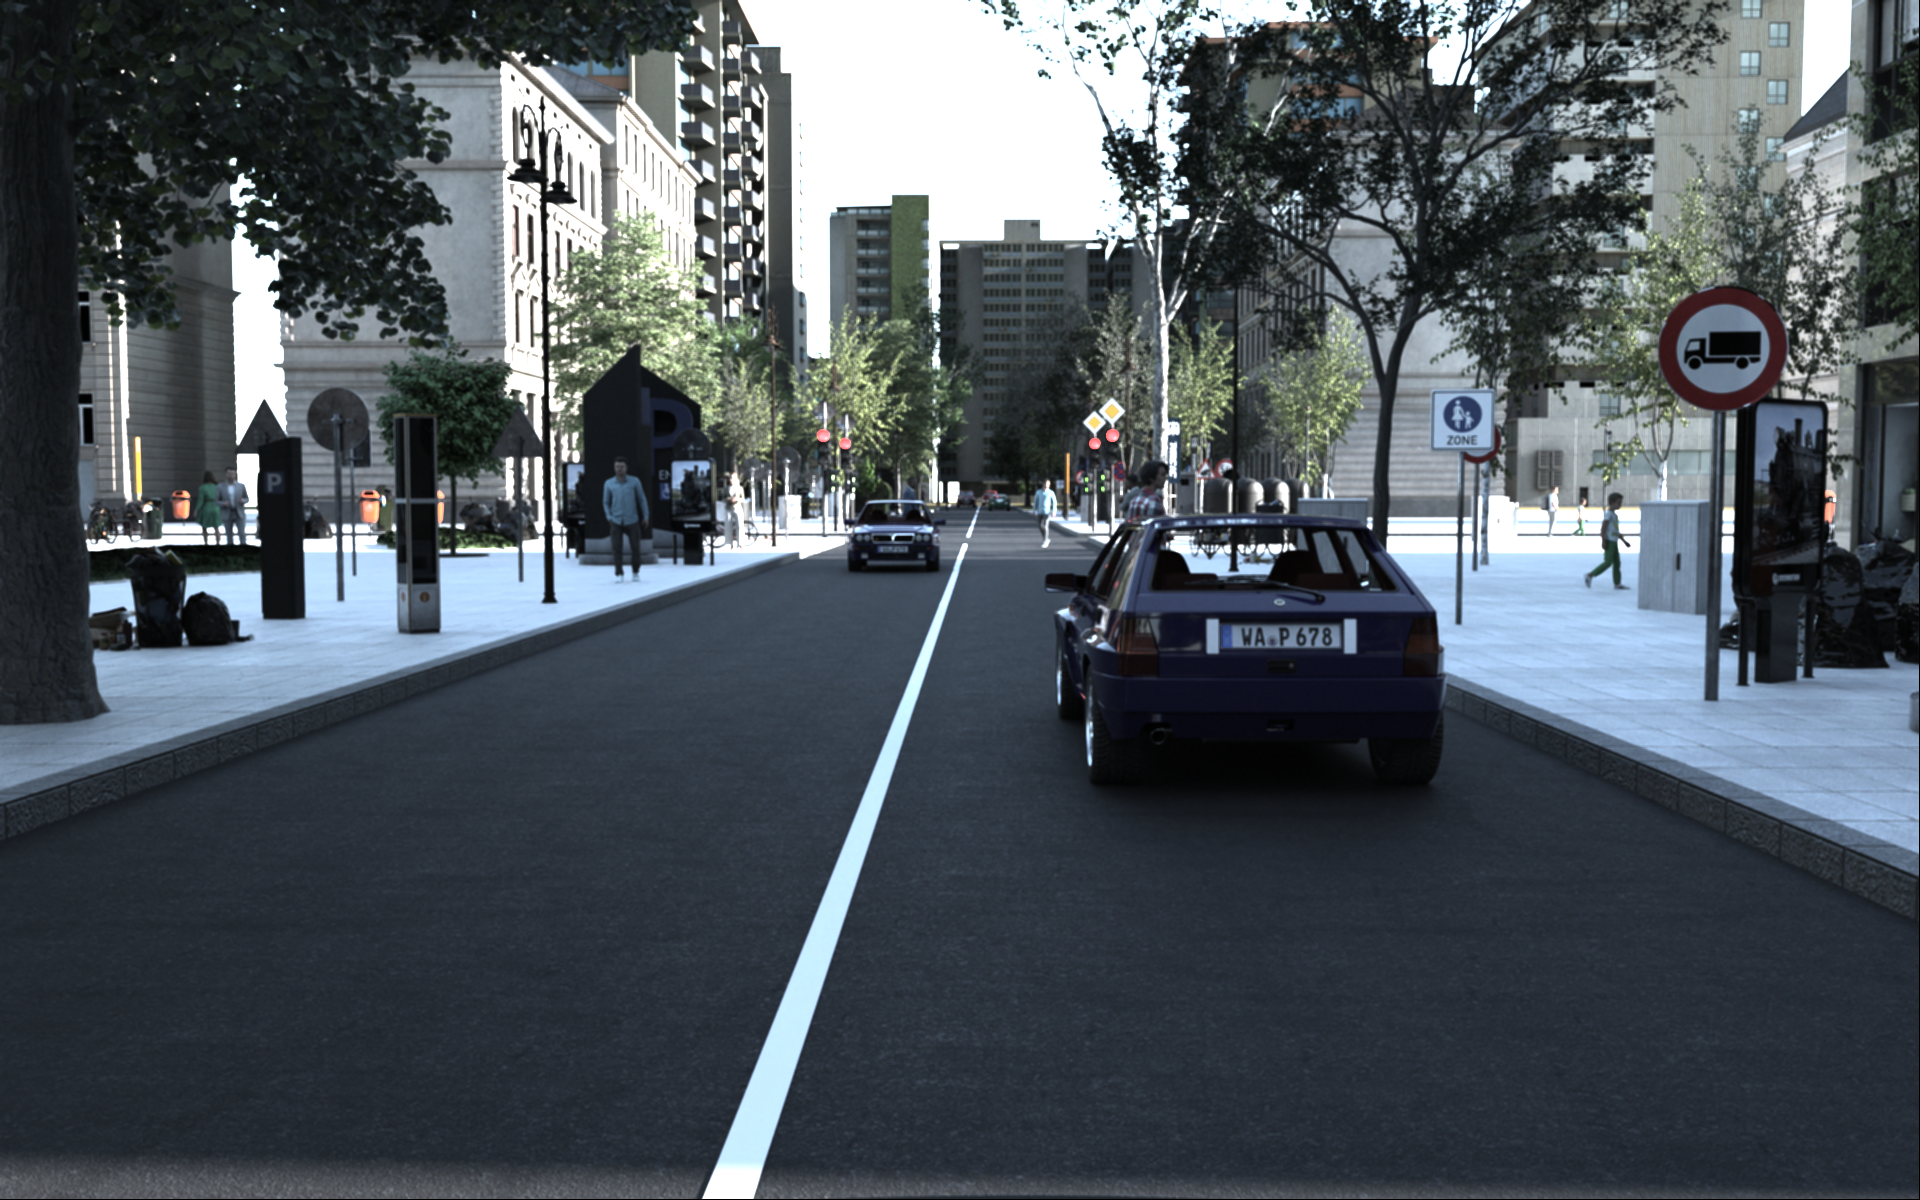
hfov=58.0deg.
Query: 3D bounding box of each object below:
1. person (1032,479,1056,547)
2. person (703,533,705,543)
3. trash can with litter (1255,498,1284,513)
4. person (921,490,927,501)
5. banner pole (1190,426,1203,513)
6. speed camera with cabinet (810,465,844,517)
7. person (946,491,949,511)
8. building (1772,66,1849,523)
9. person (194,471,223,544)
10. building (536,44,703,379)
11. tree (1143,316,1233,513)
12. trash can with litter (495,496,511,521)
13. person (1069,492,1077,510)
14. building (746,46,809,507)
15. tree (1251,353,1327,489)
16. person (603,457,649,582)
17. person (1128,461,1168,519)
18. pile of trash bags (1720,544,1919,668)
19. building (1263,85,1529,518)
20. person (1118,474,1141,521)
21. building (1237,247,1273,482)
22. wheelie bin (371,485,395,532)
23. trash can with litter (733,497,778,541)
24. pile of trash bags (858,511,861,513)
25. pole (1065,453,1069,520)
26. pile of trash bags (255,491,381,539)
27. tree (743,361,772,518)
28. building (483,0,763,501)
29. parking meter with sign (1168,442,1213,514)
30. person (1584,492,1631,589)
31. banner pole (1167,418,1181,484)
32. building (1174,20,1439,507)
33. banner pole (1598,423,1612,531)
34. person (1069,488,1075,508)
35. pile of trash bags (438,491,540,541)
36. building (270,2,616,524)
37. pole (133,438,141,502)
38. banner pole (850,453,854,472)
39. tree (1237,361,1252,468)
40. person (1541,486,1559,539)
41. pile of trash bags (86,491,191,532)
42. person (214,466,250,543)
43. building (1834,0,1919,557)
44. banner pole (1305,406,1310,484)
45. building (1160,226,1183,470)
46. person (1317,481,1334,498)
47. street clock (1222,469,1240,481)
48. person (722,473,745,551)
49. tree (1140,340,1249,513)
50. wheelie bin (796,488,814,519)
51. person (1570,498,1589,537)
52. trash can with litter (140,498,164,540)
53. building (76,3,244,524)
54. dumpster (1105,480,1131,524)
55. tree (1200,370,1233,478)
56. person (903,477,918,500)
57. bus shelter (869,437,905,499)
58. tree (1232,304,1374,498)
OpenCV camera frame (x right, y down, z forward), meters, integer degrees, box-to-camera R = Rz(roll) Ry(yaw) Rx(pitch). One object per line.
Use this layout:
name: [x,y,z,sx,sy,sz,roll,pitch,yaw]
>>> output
person: [2.353,-2.386,47.375,0.638,1.841,0.748,2,4,31]
person: [-6.041,-2.078,39.376,0.474,1.900,0.648,-3,5,-44]
trash can with litter: [6.178,-1.298,32.283,2.233,1.210,1.678,0,4,-3]
person: [-4.131,-11.182,189.554,1.217,1.739,0.721,-3,4,-37]
banner pole: [8.735,-4.520,63.917,0.401,3.779,0.863,-2,4,-28]
speed camera with cabinet: [-7.377,-6.218,95.999,0.660,3.252,2.038,3,5,44]
person: [-1.024,-8.552,149.040,0.721,1.736,1.217,0,4,-5]
building: [40.103,-13.832,77.070,40.483,20.767,10.553,0,4,1]
person: [-16.554,-1.953,38.215,0.529,1.795,0.600,2,4,35]
building: [-23.684,-18.820,104.973,12.463,27.353,25.104,0,4,1]
tree: [9.655,-7.368,70.829,4.737,8.622,4.395,0,3,0]
trash can with litter: [-16.100,-2.962,59.479,2.233,1.210,1.678,-3,4,-37]
person: [9.176,-7.887,135.731,1.217,1.736,0.721,1,4,10]
building: [-27.871,-34.365,185.569,21.600,48.544,21.300,0,4,1]
tree: [17.237,-8.514,89.561,4.360,8.622,3.978,0,3,0]
person: [-4.885,-1.180,25.359,0.660,1.820,0.620,-1,4,-9]
person: [1.585,-0.347,15.014,0.643,1.720,0.563,-1,4,-12]
pile of trash bags: [7.070,-0.201,13.034,1.912,1.369,3.447,0,4,7]
building: [24.575,-16.673,101.482,11.050,23.489,19.941,0,4,1]
person: [3.117,-1.399,31.556,0.466,1.800,0.511,2,4,28]
building: [26.185,-17.540,122.932,11.583,22.565,21.152,0,4,1]
wheelie bin: [-19.517,-3.094,58.501,0.693,1.594,0.980,-3,5,-41]
trash can with litter: [-5.684,-2.262,48.043,1.678,1.210,2.233,2,4,29]
pile of trash bags: [-7.298,-6.632,118.178,1.912,1.369,3.447,0,4,7]
pole: [5.329,-5.664,86.446,0.158,3.312,0.155,0,3,0]
pile of trash bags: [-18.442,-2.445,49.725,3.447,1.369,1.912,-1,4,-18]
tree: [-11.158,-8.716,92.869,4.737,8.622,4.395,0,3,0]
building: [-28.954,-30.208,148.533,22.147,44.769,28.867,0,4,1]
parking meter with sign: [7.542,-3.774,57.959,1.738,3.016,0.543,0,3,0]
person: [8.748,-0.800,23.378,0.590,1.304,0.306,1,4,20]
banner pole: [6.015,-3.670,50.022,0.863,3.779,0.401,-1,4,-21]
building: [32.220,-31.264,165.792,22.147,44.769,28.867,0,4,1]
banner pole: [22.652,-4.319,60.636,0.401,3.779,0.863,0,4,4]
person: [10.290,-9.208,156.561,1.348,1.831,0.705,1,4,14]
pile of trash bags: [-13.334,-2.336,47.938,3.447,1.369,1.912,1,4,14]
building: [-23.925,-15.511,82.489,11.050,23.489,19.941,0,4,1]
pole: [-29.712,-4.203,62.561,0.158,3.312,0.155,0,3,0]
banner pole: [-6.070,-6.301,93.033,0.863,3.779,0.401,1,4,9]
tree: [15.307,-8.939,96.521,4.360,8.622,3.978,0,3,0]
person: [16.928,-2.503,49.565,0.523,1.515,0.503,-2,4,-35]
pile of trash bags: [-28.048,-3.019,59.112,3.447,1.369,1.912,0,4,-6]
person: [-13.271,-1.552,31.612,0.606,1.804,0.583,-2,4,-25]
building: [27.853,-13.103,18.750,19.350,26.468,34.151,0,4,1]
banner pole: [9.831,-3.614,49.099,0.401,3.779,0.863,1,4,10]
building: [28.018,-25.451,187.824,14.160,30.474,14.107,0,4,1]
person: [14.424,-3.837,68.765,0.794,1.824,0.713,1,4,10]
street clock: [7.821,-2.783,50.073,0.471,2.002,0.358,0,4,-2]
person: [-5.112,-1.983,39.014,0.519,1.759,0.362,0,4,-3]
tree: [15.848,-11.782,118.384,9.928,11.665,9.643,0,3,0]
wheelie bin: [-7.913,-4.890,87.858,0.980,1.594,0.693,-1,4,-11]
person: [19.531,-2.559,54.584,0.590,1.304,0.306,0,4,1]
trash can with litter: [-22.800,-2.280,48.666,0.624,1.170,1.055,-3,5,-43]
building: [-47.540,-17.215,78.721,25.104,27.353,12.463,0,4,1]
dumpster: [6.829,-4.141,73.460,1.264,1.857,1.865,0,4,1]
tree: [11.238,-8.523,89.708,4.360,8.622,3.978,0,3,0]
person: [-1.059,-1.784,37.850,0.419,1.800,0.721,0,4,-3]
bus shelter: [-5.242,-8.998,124.748,2.179,5.291,8.768,0,4,1]
tree: [13.499,-7.017,65.087,4.737,8.622,4.395,0,3,0]
